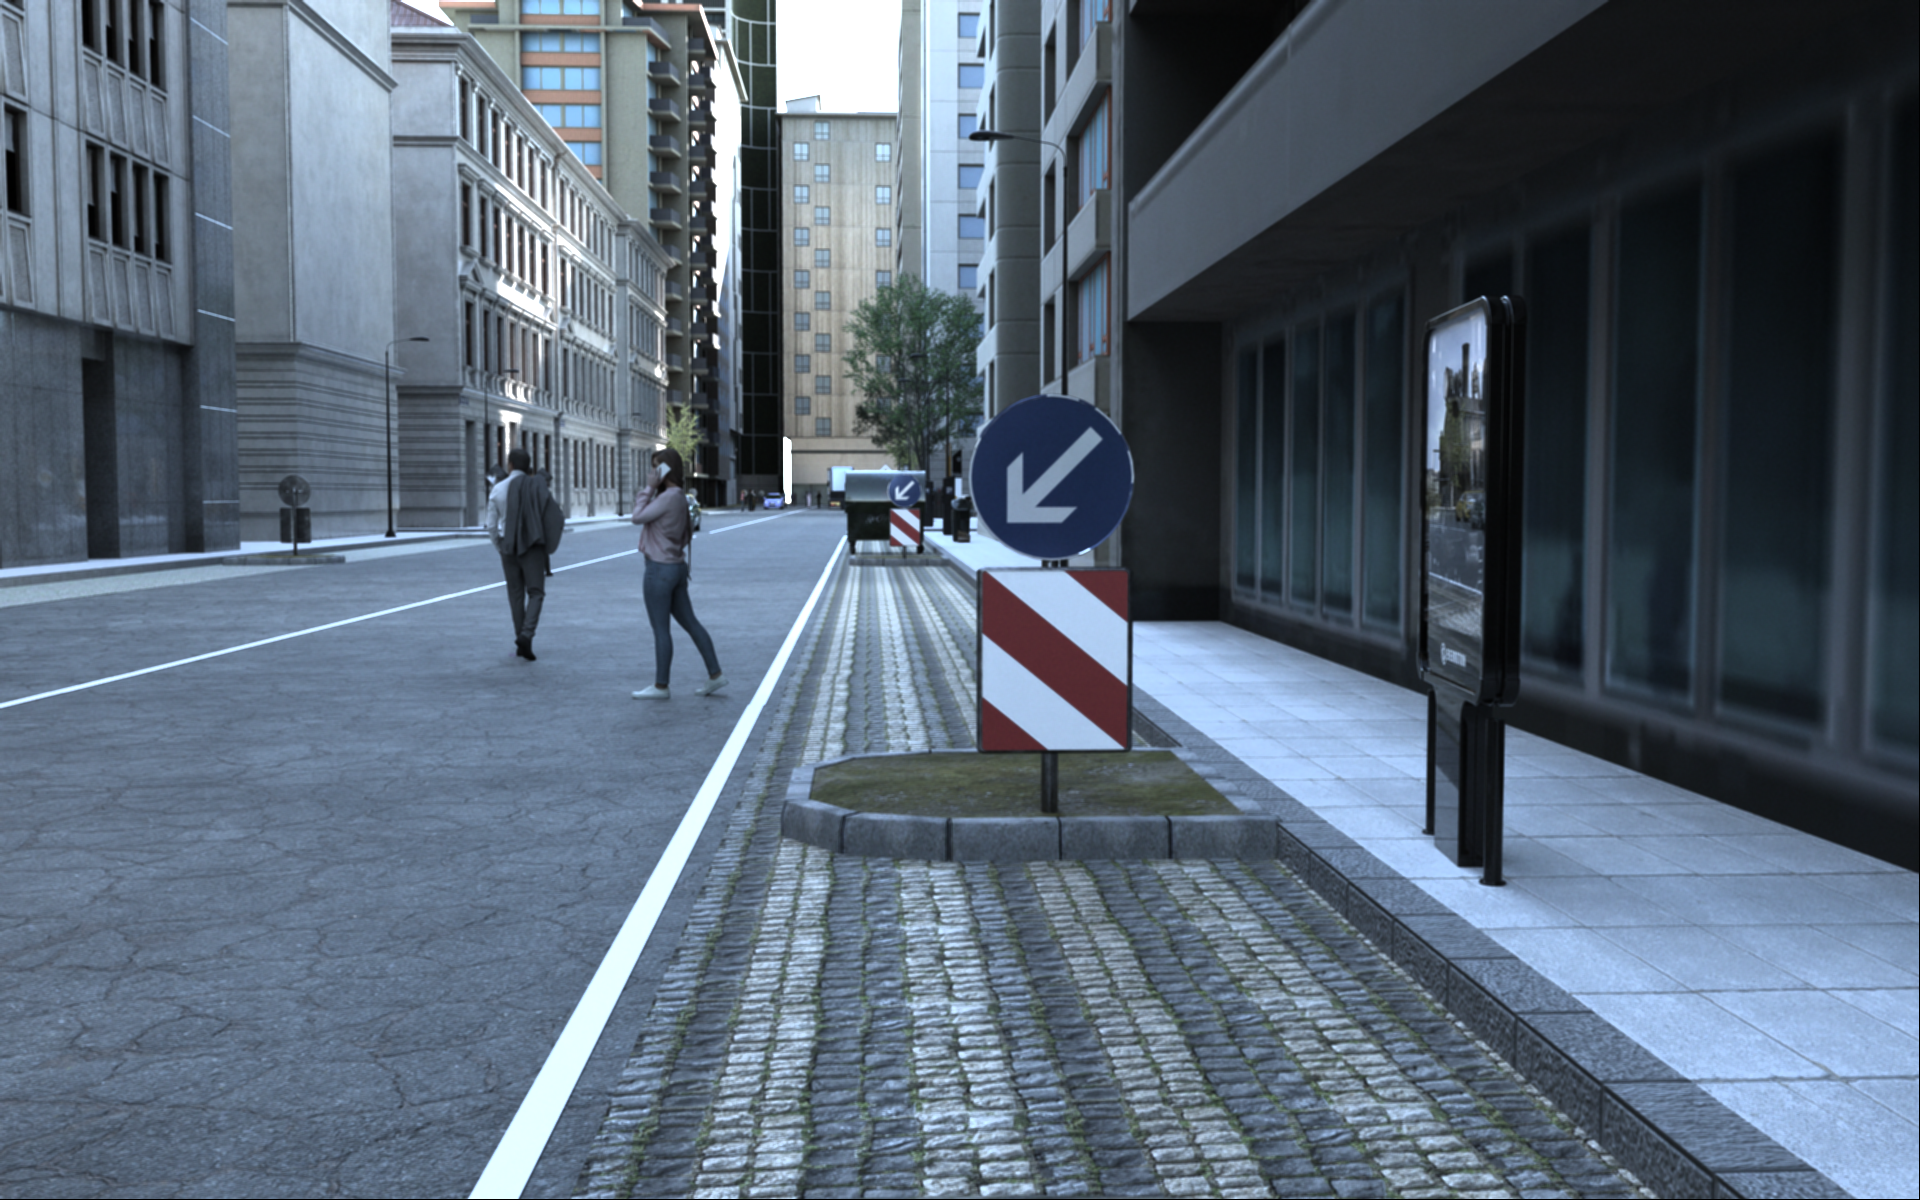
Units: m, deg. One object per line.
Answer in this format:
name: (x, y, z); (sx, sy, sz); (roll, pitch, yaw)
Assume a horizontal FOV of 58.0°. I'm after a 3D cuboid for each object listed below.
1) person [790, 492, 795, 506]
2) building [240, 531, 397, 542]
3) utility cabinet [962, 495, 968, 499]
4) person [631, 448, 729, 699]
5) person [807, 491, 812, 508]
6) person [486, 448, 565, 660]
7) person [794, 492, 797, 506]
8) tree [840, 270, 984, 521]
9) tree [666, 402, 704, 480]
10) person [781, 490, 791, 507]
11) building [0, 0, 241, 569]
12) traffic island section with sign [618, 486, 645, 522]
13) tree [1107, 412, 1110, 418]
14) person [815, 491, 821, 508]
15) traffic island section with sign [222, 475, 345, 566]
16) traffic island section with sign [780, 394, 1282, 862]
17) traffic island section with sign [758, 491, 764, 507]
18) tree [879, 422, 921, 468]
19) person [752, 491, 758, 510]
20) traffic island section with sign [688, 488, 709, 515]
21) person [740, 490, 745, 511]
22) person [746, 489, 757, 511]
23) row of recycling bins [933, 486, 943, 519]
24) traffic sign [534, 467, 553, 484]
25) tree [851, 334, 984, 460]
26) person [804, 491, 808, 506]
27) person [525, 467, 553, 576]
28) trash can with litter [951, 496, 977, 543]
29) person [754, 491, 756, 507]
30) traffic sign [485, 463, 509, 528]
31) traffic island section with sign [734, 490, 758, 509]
person: (-19.449, -11.707, 200.822); (0.541, 1.710, 0.530); (0, 4, 1)
building: (-27.860, -13.108, 50.475); (21.152, 22.565, 11.583); (0, 4, -3)
utility cabinet: (-0.008, -5.504, 101.147); (1.020, 1.237, 0.306); (-1, 4, -19)
person: (-1.978, -0.189, 12.183); (0.643, 1.750, 0.593); (0, 4, 7)
person: (-15.103, -10.061, 173.663); (0.551, 1.740, 0.621); (0, 4, 7)
person: (-3.790, -0.400, 15.136); (0.679, 1.850, 0.850); (0, 4, -4)
person: (-20.679, -12.663, 217.011); (0.415, 1.643, 0.593); (-1, 4, -8)
tree: (-1.882, -9.541, 81.745); (9.928, 11.665, 9.643); (0, 3, 0)
tree: (-22.413, -11.451, 137.582); (4.737, 8.622, 4.395); (0, 3, 0)
person: (-18.678, -10.781, 184.749); (1.348, 1.826, 0.705); (-2, 4, -26)
building: (-22.042, -12.899, 28.918); (12.078, 24.808, 19.932); (0, 4, -3)
traffic island section with sign: (-16.640, -4.976, 89.980); (1.989, 1.847, 2.006); (0, 4, -3)
tree: (2.772, -1.724, 22.795); (1.663, 3.219, 1.824); (0, 3, 0)
person: (-14.485, -10.267, 176.881); (0.721, 1.766, 1.217); (2, 4, 28)
traffic island section with sign: (-13.752, -1.641, 35.458); (1.989, 1.847, 2.006); (0, 4, -3)
traffic island section with sign: (0.221, 0.059, 7.661); (1.989, 1.847, 2.006); (0, 4, -3)
traffic island section with sign: (-22.137, -11.315, 193.621); (1.989, 1.847, 2.006); (0, 4, -3)
tree: (-4.723, -11.916, 145.185); (4.737, 8.622, 4.395); (0, 3, 0)
person: (-18.009, -8.679, 151.127); (0.721, 1.736, 1.217); (2, 4, 30)
traffic island section with sign: (-18.101, -6.656, 117.445); (1.989, 1.847, 2.006); (0, 4, -3)
person: (-18.012, -8.169, 142.781); (0.721, 1.743, 1.217); (0, 4, -6)
person: (-17.525, -8.360, 145.212); (1.348, 1.821, 0.705); (3, 4, 38)
row of recycling bins: (-0.962, -5.139, 91.133); (1.069, 1.692, 3.534); (-2, 4, -26)
traffic sign: (-15.612, -3.740, 64.795); (0.795, 2.450, 0.064); (0, 4, -3)
tree: (-2.365, -10.091, 99.401); (8.767, 10.594, 7.601); (1, 4, 10)
person: (-18.197, -12.047, 205.550); (0.705, 1.814, 1.350); (-2, 4, -25)
person: (-7.441, -1.364, 30.172); (0.648, 1.900, 0.474); (-1, 4, -11)
trash can with litter: (0.113, -2.125, 46.132); (0.624, 1.170, 1.055); (-1, 4, -10)
person: (-20.802, -10.185, 175.735); (0.721, 1.736, 1.217); (-2, 4, -27)
traffic sign: (-15.189, -3.253, 56.821); (0.795, 2.450, 0.064); (0, 4, -3)
traffic island section with sign: (-20.702, -9.655, 166.490); (1.989, 1.847, 2.006); (0, 4, -3)
